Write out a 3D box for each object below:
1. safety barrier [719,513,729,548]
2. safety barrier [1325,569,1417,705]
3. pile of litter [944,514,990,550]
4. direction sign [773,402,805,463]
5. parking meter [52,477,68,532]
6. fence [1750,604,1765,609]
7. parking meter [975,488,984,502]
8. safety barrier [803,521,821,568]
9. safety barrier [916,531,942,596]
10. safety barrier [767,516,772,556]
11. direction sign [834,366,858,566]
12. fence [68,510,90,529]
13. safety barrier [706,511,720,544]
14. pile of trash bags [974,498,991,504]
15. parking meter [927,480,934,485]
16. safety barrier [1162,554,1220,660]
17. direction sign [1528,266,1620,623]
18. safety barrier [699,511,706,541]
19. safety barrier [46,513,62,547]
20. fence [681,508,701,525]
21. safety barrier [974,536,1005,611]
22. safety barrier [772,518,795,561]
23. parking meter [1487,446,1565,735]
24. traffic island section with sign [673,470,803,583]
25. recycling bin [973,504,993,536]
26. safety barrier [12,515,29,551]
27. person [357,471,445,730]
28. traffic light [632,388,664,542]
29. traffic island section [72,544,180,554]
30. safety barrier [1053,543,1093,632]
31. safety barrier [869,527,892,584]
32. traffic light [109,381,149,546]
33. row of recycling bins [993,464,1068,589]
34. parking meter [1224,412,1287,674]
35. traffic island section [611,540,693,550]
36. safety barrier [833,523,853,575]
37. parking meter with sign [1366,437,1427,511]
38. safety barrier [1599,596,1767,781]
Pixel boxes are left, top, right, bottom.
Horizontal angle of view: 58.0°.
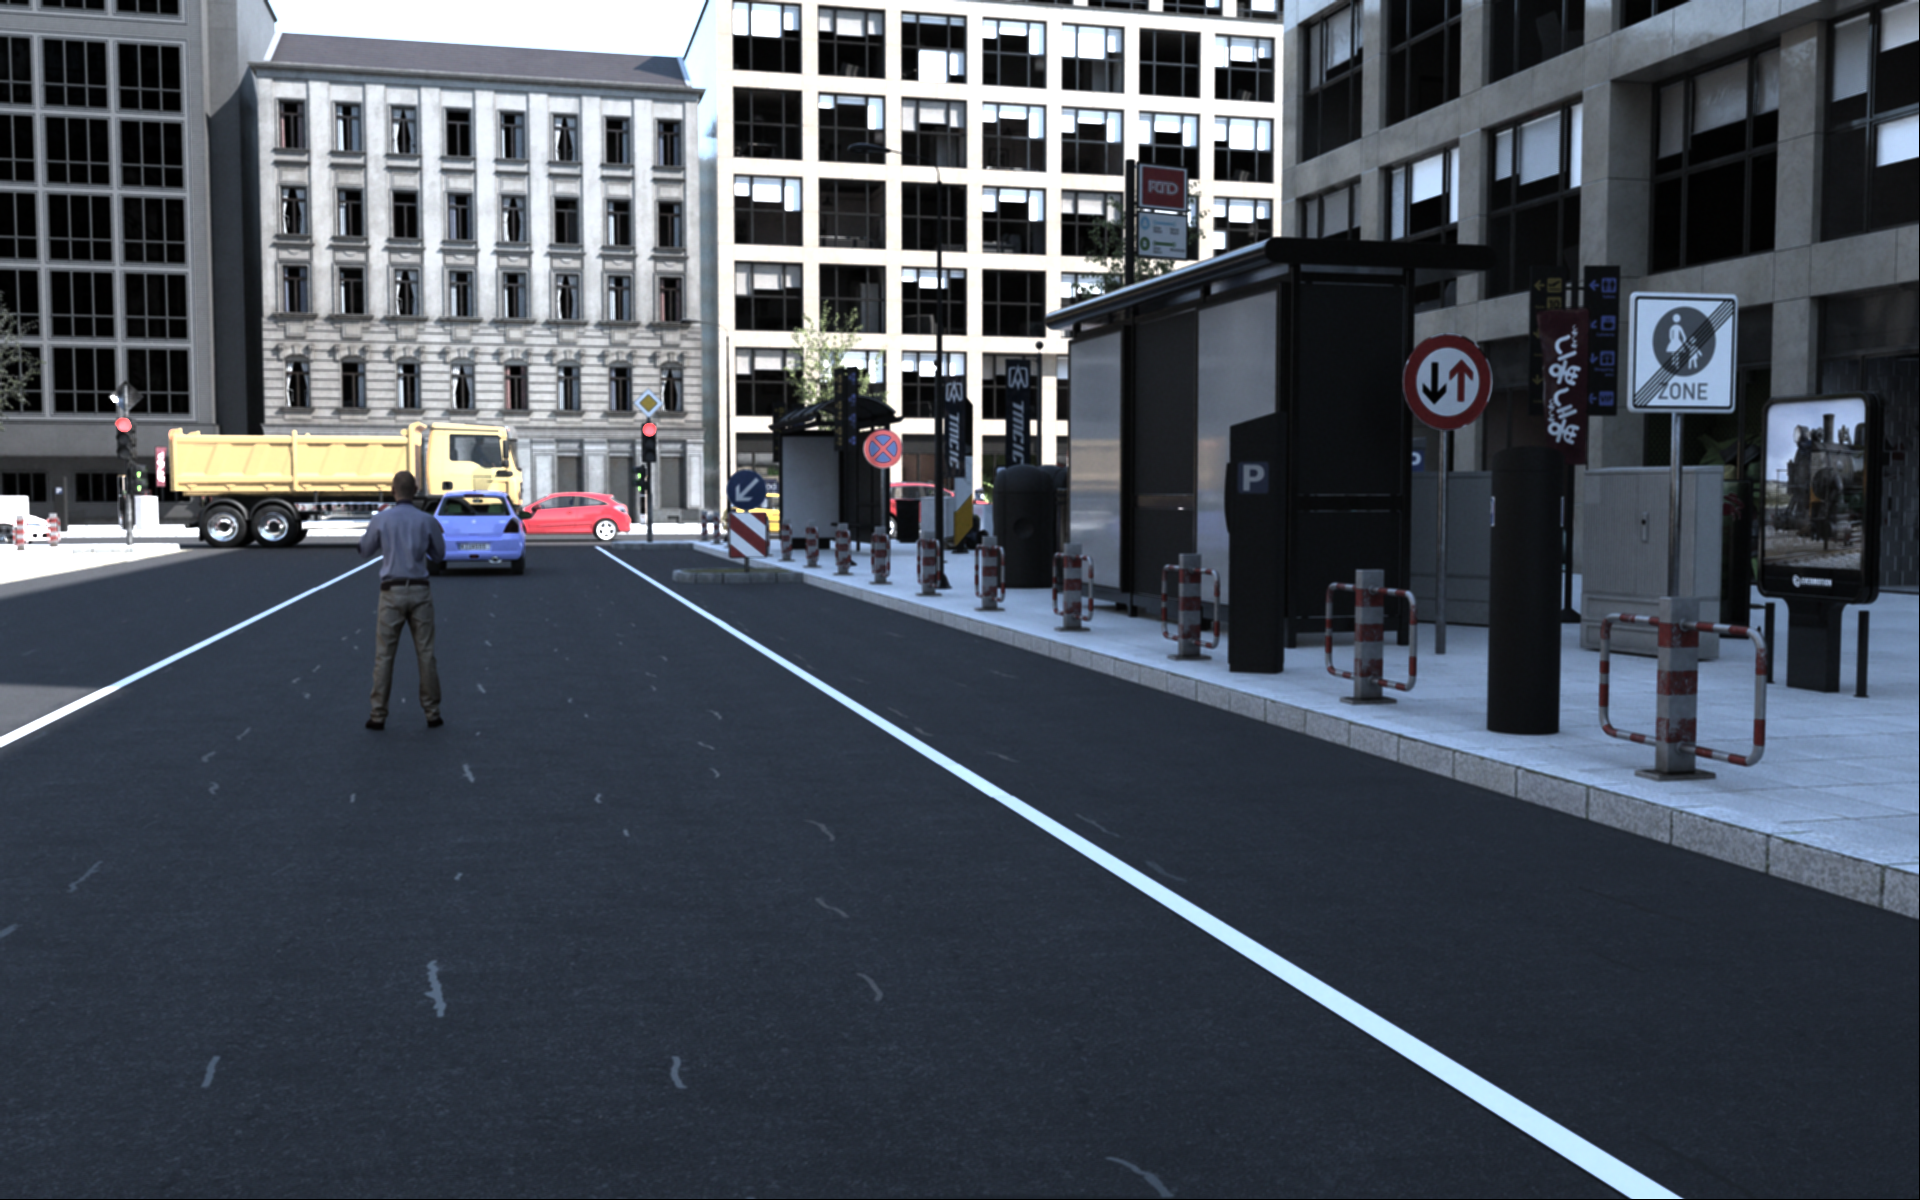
[{"bbox_3d":[-5.495,-1.666,41.507,0.300,0.817,1.120,-1,4,-14],"label":"safety barrier"},{"bbox_3d":[2.511,0.223,10.632,0.300,0.817,1.120,-1,4,-14],"label":"safety barrier"},{"bbox_3d":[0.052,-1.601,40.143,1.719,0.858,1.176,-2,4,-31],"label":"pile of litter"},{"bbox_3d":[-4.247,-3.124,43.076,0.876,3.537,0.379,-2,4,-32],"label":"direction sign"},{"bbox_3d":[-30.313,-3.219,58.346,0.399,1.863,0.255,-1,4,-9],"label":"parking meter"},{"bbox_3d":[7.914,-0.484,19.112,2.264,1.192,0.480,-2,4,-26],"label":"fence"},{"bbox_3d":[0.777,-3.739,69.535,0.372,1.533,0.369,0,3,0],"label":"parking meter"},{"bbox_3d":[-2.586,-0.978,30.272,0.300,0.817,1.120,-1,4,-14],"label":"safety barrier"},{"bbox_3d":[-0.396,-0.464,21.856,0.300,0.817,1.120,-1,4,-14],"label":"safety barrier"},{"bbox_3d":[-4.044,-1.322,35.892,0.300,0.817,1.120,-1,4,-14],"label":"safety barrier"},{"bbox_3d":[-2.040,-2.387,31.022,0.379,3.537,0.876,-2,4,-30],"label":"direction sign"},{"bbox_3d":[-32.840,-2.994,64.333,0.278,0.683,2.069,0,4,-6],"label":"fence"},{"bbox_3d":[-6.224,-1.837,44.306,0.300,0.817,1.120,-1,4,-14],"label":"safety barrier"},{"bbox_3d":[1.295,-2.253,46.590,1.912,1.369,3.447,-1,4,-21],"label":"pile of trash bags"},{"bbox_3d":[-1.250,-4.158,73.701,0.255,1.863,0.399,-1,4,-12],"label":"parking meter"},{"bbox_3d":[1.782,0.051,13.438,0.300,0.817,1.120,-1,4,-14],"label":"safety barrier"},{"bbox_3d":[6.098,-1.546,17.273,0.876,3.537,0.379,0,4,0],"label":"direction sign"},{"bbox_3d":[-6.951,-2.008,47.110,0.300,0.817,1.120,-1,4,-14],"label":"safety barrier"},{"bbox_3d":[-21.859,-1.681,41.762,0.300,0.817,1.120,-1,4,-14],"label":"safety barrier"},{"bbox_3d":[-11.283,-3.492,72.461,0.278,0.683,2.069,-2,4,-30],"label":"fence"},{"bbox_3d":[0.325,-0.292,19.043,0.300,0.817,1.120,-1,4,-14],"label":"safety barrier"},{"bbox_3d":[-3.316,-1.151,33.093,0.300,0.817,1.120,-1,4,-14],"label":"safety barrier"},{"bbox_3d":[3.054,-0.058,9.352,0.372,1.533,0.369,0,3,0],"label":"parking meter"},{"bbox_3d":[-3.743,-1.232,28.774,1.989,1.847,2.006,-1,4,-14],"label":"traffic island section with sign"},{"bbox_3d":[0.754,-1.932,44.138,0.722,1.027,0.722,-2,4,-29],"label":"recycling bin"},{"bbox_3d":[-21.128,-1.509,38.946,0.300,0.817,1.120,-1,4,-14],"label":"safety barrier"},{"bbox_3d":[-3.423,-0.004,10.634,0.516,1.574,0.319,-1,4,-17],"label":"person"},{"bbox_3d":[-8.293,-3.496,46.085,0.839,4.253,0.868,-1,4,-14],"label":"traffic light"},{"bbox_3d":[-20.636,-1.268,43.015,2.009,0.180,2.903,-1,4,-14],"label":"traffic island section"},{"bbox_3d":[1.054,-0.120,16.245,0.300,0.817,1.120,-1,4,-14],"label":"safety barrier"},{"bbox_3d":[-1.133,-0.636,24.667,0.300,0.817,1.120,-1,4,-14],"label":"safety barrier"},{"bbox_3d":[-20.595,-3.301,42.891,0.839,4.253,0.868,-1,4,-14],"label":"traffic light"},{"bbox_3d":[1.425,-1.099,25.079,1.069,1.692,3.534,1,4,22],"label":"row of recycling bins"},{"bbox_3d":[2.126,-0.414,12.479,0.399,1.863,0.255,2,4,25],"label":"parking meter"},{"bbox_3d":[-8.251,-1.464,46.210,2.009,0.180,2.903,-1,4,-14],"label":"traffic island section"},{"bbox_3d":[-1.856,-0.807,27.473,0.300,0.817,1.120,-1,4,-14],"label":"safety barrier"},{"bbox_3d":[5.959,-1.666,23.504,0.543,3.016,1.738,-1,4,-15],"label":"parking meter with sign"},{"bbox_3d":[3.239,0.395,7.822,0.300,0.817,1.120,-1,4,-14],"label":"safety barrier"}]
